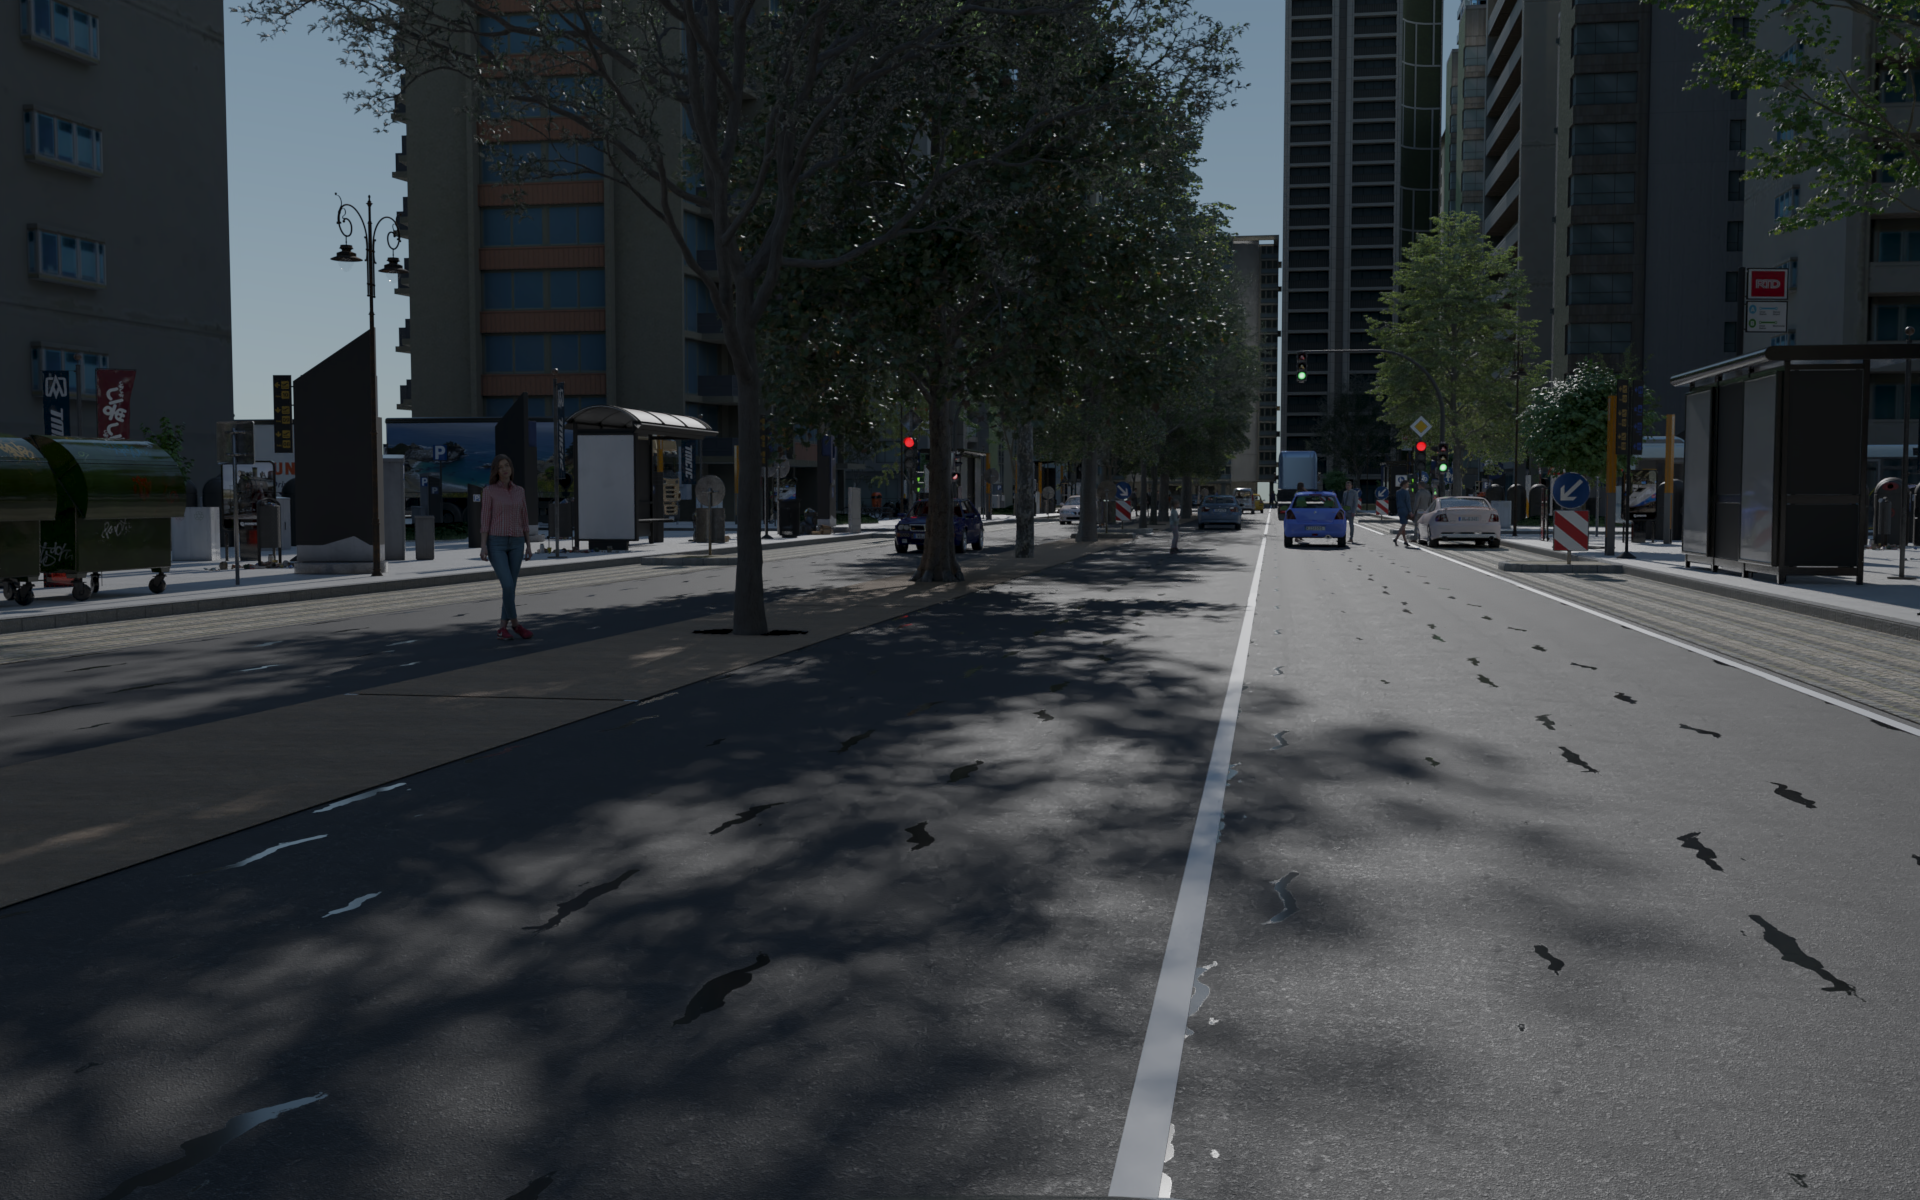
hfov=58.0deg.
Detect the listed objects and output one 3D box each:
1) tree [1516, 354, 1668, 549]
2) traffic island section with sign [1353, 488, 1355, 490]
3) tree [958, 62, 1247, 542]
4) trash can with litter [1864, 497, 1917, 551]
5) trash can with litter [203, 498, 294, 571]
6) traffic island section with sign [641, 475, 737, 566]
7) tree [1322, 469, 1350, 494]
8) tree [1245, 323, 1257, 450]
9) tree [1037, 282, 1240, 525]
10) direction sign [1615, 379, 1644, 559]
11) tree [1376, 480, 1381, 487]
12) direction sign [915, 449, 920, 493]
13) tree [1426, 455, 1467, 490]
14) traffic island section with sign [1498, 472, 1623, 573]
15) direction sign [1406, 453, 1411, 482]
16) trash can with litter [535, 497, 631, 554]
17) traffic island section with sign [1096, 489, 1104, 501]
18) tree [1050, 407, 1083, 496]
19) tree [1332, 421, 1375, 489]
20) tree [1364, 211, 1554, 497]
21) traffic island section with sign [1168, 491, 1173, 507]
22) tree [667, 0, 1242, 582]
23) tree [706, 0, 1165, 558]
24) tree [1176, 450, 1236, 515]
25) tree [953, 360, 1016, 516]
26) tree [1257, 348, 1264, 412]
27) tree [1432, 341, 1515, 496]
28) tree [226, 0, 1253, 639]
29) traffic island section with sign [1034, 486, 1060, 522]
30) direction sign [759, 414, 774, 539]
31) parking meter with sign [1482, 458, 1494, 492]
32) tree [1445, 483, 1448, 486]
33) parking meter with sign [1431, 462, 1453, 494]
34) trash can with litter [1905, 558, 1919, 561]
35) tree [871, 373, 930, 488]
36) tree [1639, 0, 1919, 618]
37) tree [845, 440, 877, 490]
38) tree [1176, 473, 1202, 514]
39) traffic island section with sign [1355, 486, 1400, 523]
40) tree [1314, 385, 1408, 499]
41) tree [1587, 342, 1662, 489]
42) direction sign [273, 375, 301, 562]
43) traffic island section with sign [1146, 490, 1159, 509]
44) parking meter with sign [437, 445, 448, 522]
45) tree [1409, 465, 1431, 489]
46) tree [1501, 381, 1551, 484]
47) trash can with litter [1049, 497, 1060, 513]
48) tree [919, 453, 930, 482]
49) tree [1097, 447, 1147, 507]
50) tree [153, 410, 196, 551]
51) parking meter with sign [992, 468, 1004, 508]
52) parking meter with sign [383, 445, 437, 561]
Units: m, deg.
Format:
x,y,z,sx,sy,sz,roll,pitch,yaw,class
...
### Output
x,y,z,sx,sy,sz,roll,pitch,yaw,class
14.874,-3.501,40.949,4.285,4.588,4.351,0,3,0,tree
25.705,-6.378,112.912,1.989,1.847,2.006,1,4,10,traffic island section with sign
3.823,-8.725,51.769,9.857,13.997,8.962,0,3,0,tree
21.301,-1.785,40.244,1.678,1.210,2.233,3,4,37,trash can with litter
-12.307,-1.155,29.934,1.678,1.210,2.233,1,4,20,trash can with litter
-5.249,-1.640,35.440,1.989,1.847,2.006,1,4,10,traffic island section with sign
44.465,-13.553,205.300,4.285,4.588,4.351,0,3,0,tree
10.501,-11.015,89.202,9.857,13.997,8.962,0,3,0,tree
8.981,-9.233,79.166,9.928,11.665,9.643,0,3,0,tree
13.268,-2.592,34.375,0.876,3.537,0.379,-3,4,-36,direction sign
31.885,-8.263,129.698,1.663,3.219,1.824,0,3,0,tree
-2.191,-5.875,88.053,0.379,3.537,0.876,-1,4,-22,direction sign
34.149,-8.512,122.892,4.285,4.588,4.351,0,3,0,tree
11.092,-1.438,32.143,1.989,1.847,2.006,1,4,10,traffic island section with sign
24.739,-6.337,95.599,0.379,3.537,0.876,2,4,26,direction sign
-8.328,-1.637,37.818,2.233,1.210,1.678,-1,4,-11,trash can with litter
9.384,-6.587,116.331,1.989,1.847,2.006,1,4,10,traffic island section with sign
8.251,-10.910,128.736,4.360,8.622,3.978,0,3,0,tree
35.989,-12.688,157.814,4.360,8.622,3.978,0,3,0,tree
19.835,-9.307,70.293,7.486,12.596,7.792,0,3,0,tree
23.225,-11.265,192.818,1.989,1.847,2.006,1,4,10,traffic island section with sign
-0.316,-6.650,28.189,9.611,12.733,9.660,0,3,0,tree
0.408,-11.062,39.202,12.611,20.169,13.585,0,3,0,tree
15.656,-12.110,118.587,7.486,12.596,7.792,0,3,0,tree
3.288,-10.815,102.581,9.928,11.665,9.643,0,3,0,tree
13.024,-11.677,100.023,9.857,13.997,8.962,0,3,0,tree
23.248,-7.901,79.551,4.360,8.622,3.978,0,3,0,tree
-2.130,-6.375,17.061,12.009,13.543,11.850,0,3,0,tree
4.583,-4.965,89.805,1.989,1.847,2.006,1,4,10,traffic island section with sign
-5.521,-3.514,49.455,0.379,3.537,0.876,1,4,20,direction sign
25.836,-5.422,84.905,0.543,3.016,1.738,1,4,14,parking meter with sign
32.287,-7.521,117.562,1.663,3.219,1.824,0,3,0,tree
25.793,-5.945,93.464,1.738,3.016,0.543,0,4,3,parking meter with sign
19.280,-1.360,33.288,2.233,1.210,1.678,1,4,16,trash can with litter
-2.097,-7.351,70.544,4.737,8.622,4.395,0,3,0,tree
10.709,-5.611,17.489,9.928,11.665,9.643,0,3,0,tree
-7.025,-10.092,115.366,4.360,8.622,3.978,0,3,0,tree
17.246,-10.533,125.036,4.360,8.622,3.978,0,3,0,tree
20.895,-4.756,86.388,1.989,1.847,2.006,1,4,10,traffic island section with sign
34.203,-13.040,147.615,8.767,10.594,7.601,1,4,21,tree
32.185,-8.234,84.995,4.737,8.622,4.395,0,3,0,tree
-12.600,-2.506,32.969,0.876,3.537,0.379,0,4,1,direction sign
18.351,-9.617,165.870,1.989,1.847,2.006,1,4,10,traffic island section with sign
-18.562,-3.932,60.545,0.543,3.016,1.738,1,4,13,parking meter with sign
26.658,-6.433,99.784,1.663,3.219,1.824,0,3,0,tree
36.733,-9.801,110.603,4.737,8.622,4.395,0,3,0,tree
6.314,-6.325,114.808,1.055,1.170,0.624,-2,4,-24,trash can with litter
-1.469,-7.893,112.765,4.285,4.588,4.351,0,3,0,tree
21.173,-16.232,199.800,7.601,10.594,8.767,3,5,42,tree
-18.003,-2.745,39.489,1.663,3.219,1.824,0,3,0,tree
2.467,-7.323,115.988,0.543,3.016,1.738,-2,4,-25,parking meter with sign
-11.092,-2.278,33.499,1.738,3.016,0.543,-1,4,-15,parking meter with sign
